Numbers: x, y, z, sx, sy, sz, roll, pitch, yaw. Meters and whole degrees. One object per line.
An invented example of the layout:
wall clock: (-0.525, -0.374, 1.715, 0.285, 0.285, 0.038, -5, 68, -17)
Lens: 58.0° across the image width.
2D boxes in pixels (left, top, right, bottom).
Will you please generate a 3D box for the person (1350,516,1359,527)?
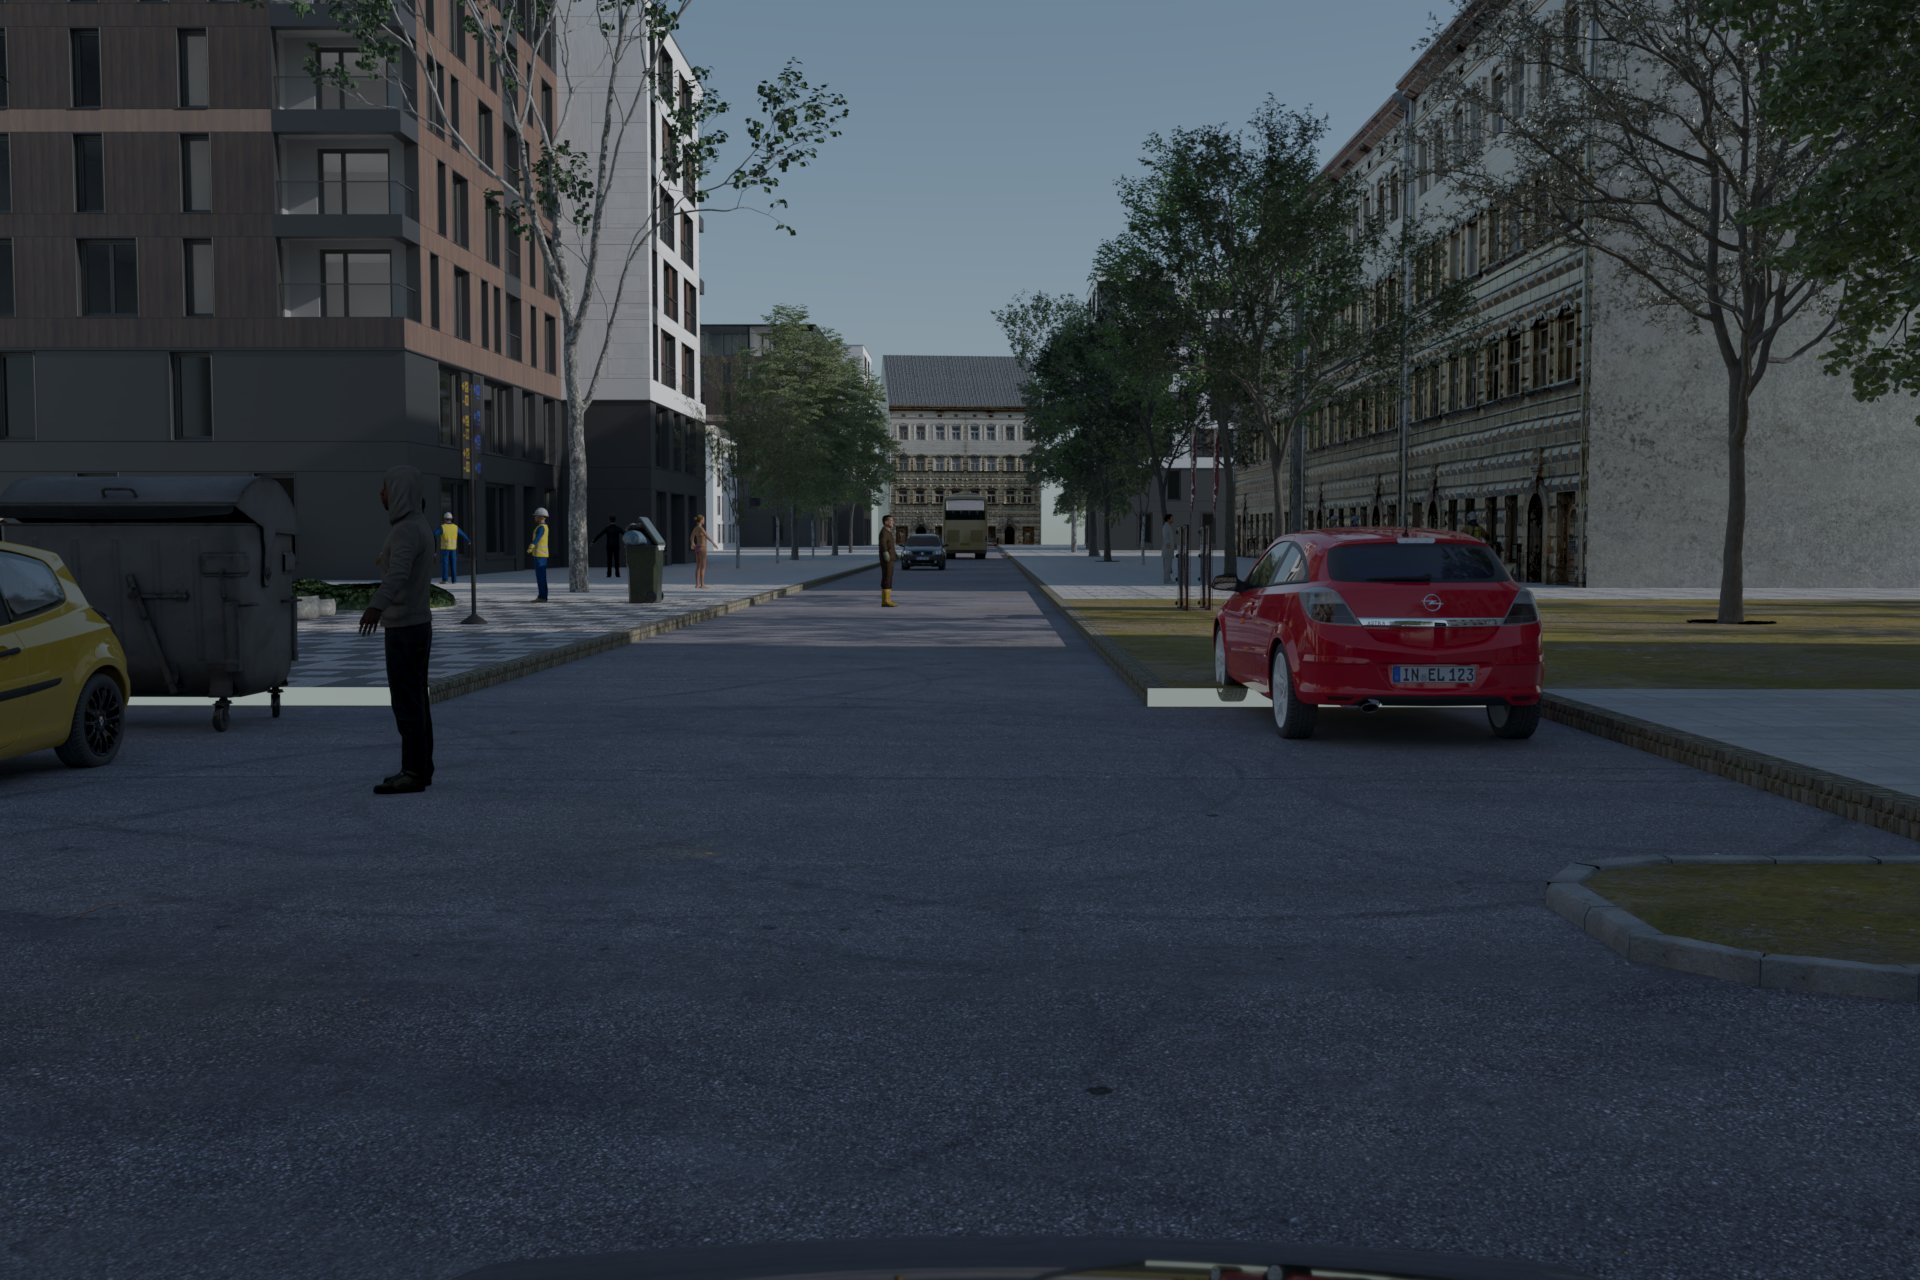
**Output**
person: (11.465, -2.693, 50.156, 1.347, 1.817, 0.704, -2, 4, -33)

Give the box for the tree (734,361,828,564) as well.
tree: (-8.127, -7.607, 74.730, 4.360, 8.622, 3.978, 0, 3, 0)

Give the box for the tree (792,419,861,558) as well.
tree: (-8.218, -8.819, 94.545, 4.360, 8.622, 3.978, 0, 3, 0)

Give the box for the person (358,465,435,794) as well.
person: (-3.121, -0.068, 9.691, 0.705, 1.813, 1.348, -1, 4, -9)

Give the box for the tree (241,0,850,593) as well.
tree: (-8.202, -11.018, 36.035, 12.611, 20.169, 13.585, 0, 3, 0)

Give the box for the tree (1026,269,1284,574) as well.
tree: (6.634, -7.452, 56.256, 8.767, 10.594, 7.601, -2, 4, -24)

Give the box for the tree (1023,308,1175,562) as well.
tree: (6.736, -9.435, 80.023, 9.928, 11.665, 9.643, 0, 3, 0)

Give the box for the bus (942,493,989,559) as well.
bus: (0.323, -6.774, 102.309, 2.896, 3.916, 12.252, 0, 4, 0)

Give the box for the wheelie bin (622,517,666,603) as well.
wheelie bin: (-5.881, -1.486, 32.207, 0.693, 1.594, 0.980, 0, 4, 3)

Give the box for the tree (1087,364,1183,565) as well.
tree: (7.488, -7.406, 71.456, 4.737, 8.622, 4.395, 0, 3, 0)

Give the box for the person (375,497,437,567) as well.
person: (-6.392, -0.817, 20.075, 0.721, 1.740, 1.216, 1, 4, 13)

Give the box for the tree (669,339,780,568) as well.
tree: (-8.100, -6.989, 64.628, 4.360, 8.622, 3.978, 0, 3, 0)

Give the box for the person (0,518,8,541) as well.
person: (-18.292, -1.636, 32.943, 1.347, 1.806, 0.705, 2, 4, 33)

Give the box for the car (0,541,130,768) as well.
car: (-6.137, 0.057, 9.290, 2.015, 1.641, 3.980, 0, 4, 1)

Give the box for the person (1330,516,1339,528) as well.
person: (11.567, -2.925, 53.673, 0.705, 1.847, 1.347, -1, 4, -18)

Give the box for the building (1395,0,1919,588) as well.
building: (24.195, -13.353, 49.250, 19.493, 23.208, 18.063, 0, 4, 1)

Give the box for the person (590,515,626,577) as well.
person: (-10.272, -2.773, 51.278, 1.347, 1.837, 0.705, -1, 4, -12)

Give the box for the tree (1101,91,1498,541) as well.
tree: (6.771, -6.204, 35.846, 8.767, 10.594, 7.601, 1, 4, 17)

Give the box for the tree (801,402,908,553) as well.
tree: (-7.451, -11.110, 116.066, 8.767, 10.594, 7.601, 0, 4, 8)

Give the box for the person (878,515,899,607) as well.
person: (-1.401, -1.559, 34.092, 0.704, 1.812, 1.346, 0, 4, 6)

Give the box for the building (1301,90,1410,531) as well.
building: (24.679, -14.546, 68.763, 19.493, 23.208, 18.063, 0, 4, 0)

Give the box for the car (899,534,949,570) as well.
car: (-1.449, -3.671, 69.802, 2.009, 1.686, 4.222, 0, 4, 1)

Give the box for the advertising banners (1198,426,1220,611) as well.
advertising banners: (4.201, -2.023, 29.261, 0.090, 3.025, 2.074, 0, 4, 1)

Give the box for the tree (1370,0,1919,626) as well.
tree: (11.072, -6.968, 24.291, 12.009, 13.543, 11.850, 0, 3, 0)

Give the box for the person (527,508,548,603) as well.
person: (-7.956, -1.595, 32.539, 0.721, 1.772, 1.216, 0, 4, -3)

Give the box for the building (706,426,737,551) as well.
building: (-23.460, -12.592, 148.027, 9.099, 9.664, 28.070, 0, 4, 0)

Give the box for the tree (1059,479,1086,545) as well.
tree: (15.320, -17.542, 204.939, 7.486, 12.596, 7.792, 0, 3, 0)

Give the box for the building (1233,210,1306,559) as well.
building: (24.711, -15.770, 88.774, 19.493, 23.208, 18.063, 0, 4, 1)

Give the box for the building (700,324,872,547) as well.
building: (-24.363, -20.855, 184.959, 27.936, 21.610, 32.646, 0, 4, 1)

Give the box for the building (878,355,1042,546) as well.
building: (-0.413, -23.159, 212.034, 18.063, 23.208, 19.493, 0, 4, -7)

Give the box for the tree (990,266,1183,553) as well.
tree: (8.784, -16.030, 117.976, 12.611, 20.169, 13.585, 0, 3, 0)

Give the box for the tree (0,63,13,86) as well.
tree: (-11.328, -4.833, 13.436, 7.601, 10.594, 8.767, -1, 4, -14)

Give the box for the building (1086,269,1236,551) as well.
building: (24.726, -18.724, 150.115, 27.936, 21.610, 32.646, 0, 4, 1)

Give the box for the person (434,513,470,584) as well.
person: (-13.165, -2.360, 44.549, 1.349, 1.833, 0.705, -3, 4, -36)

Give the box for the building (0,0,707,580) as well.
building: (-25.745, -13.440, 63.715, 27.936, 21.610, 32.646, 0, 4, 0)

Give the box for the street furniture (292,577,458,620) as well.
street furniture: (-11.776, -0.755, 27.970, 5.734, 0.657, 10.072, 0, 4, 5)

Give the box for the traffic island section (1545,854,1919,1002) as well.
traffic island section: (3.249, 1.014, 6.291, 1.991, 0.108, 1.994, 0, 4, 1)

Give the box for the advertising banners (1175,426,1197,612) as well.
advertising banners: (3.793, -2.010, 29.056, 0.090, 3.025, 2.074, 0, 3, 0)

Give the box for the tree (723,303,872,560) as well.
tree: (-8.115, -10.261, 85.901, 7.486, 12.596, 7.792, 0, 3, 0)

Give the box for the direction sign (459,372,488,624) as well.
direction sign: (-6.955, -1.999, 24.684, 0.379, 3.537, 0.876, 0, 4, 1)

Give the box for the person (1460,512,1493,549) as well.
person: (13.135, -2.369, 44.507, 1.354, 1.858, 0.705, -1, 4, -14)

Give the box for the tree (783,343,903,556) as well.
tree: (-7.074, -11.303, 102.931, 7.486, 12.596, 7.792, 0, 3, 0)

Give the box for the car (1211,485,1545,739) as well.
car: (3.119, -0.279, 13.599, 2.155, 1.783, 4.494, 0, 4, 0)

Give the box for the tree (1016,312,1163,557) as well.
tree: (7.685, -11.753, 98.825, 9.857, 13.997, 8.962, 0, 3, 0)

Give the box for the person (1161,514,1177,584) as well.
person: (5.429, -2.366, 44.874, 0.705, 1.806, 1.347, 1, 4, 15)

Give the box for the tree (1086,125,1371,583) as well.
tree: (6.896, -7.274, 44.690, 9.928, 11.665, 9.643, 0, 3, 0)

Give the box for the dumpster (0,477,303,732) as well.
dumpster: (-6.051, -0.292, 12.984, 1.865, 1.857, 1.264, 0, 4, 1)

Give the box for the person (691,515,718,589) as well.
person: (-6.056, -2.086, 40.910, 0.721, 1.733, 1.217, -3, 4, -37)

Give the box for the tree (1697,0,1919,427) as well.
tree: (9.647, -5.797, 12.916, 7.486, 12.596, 7.792, 0, 3, 0)
